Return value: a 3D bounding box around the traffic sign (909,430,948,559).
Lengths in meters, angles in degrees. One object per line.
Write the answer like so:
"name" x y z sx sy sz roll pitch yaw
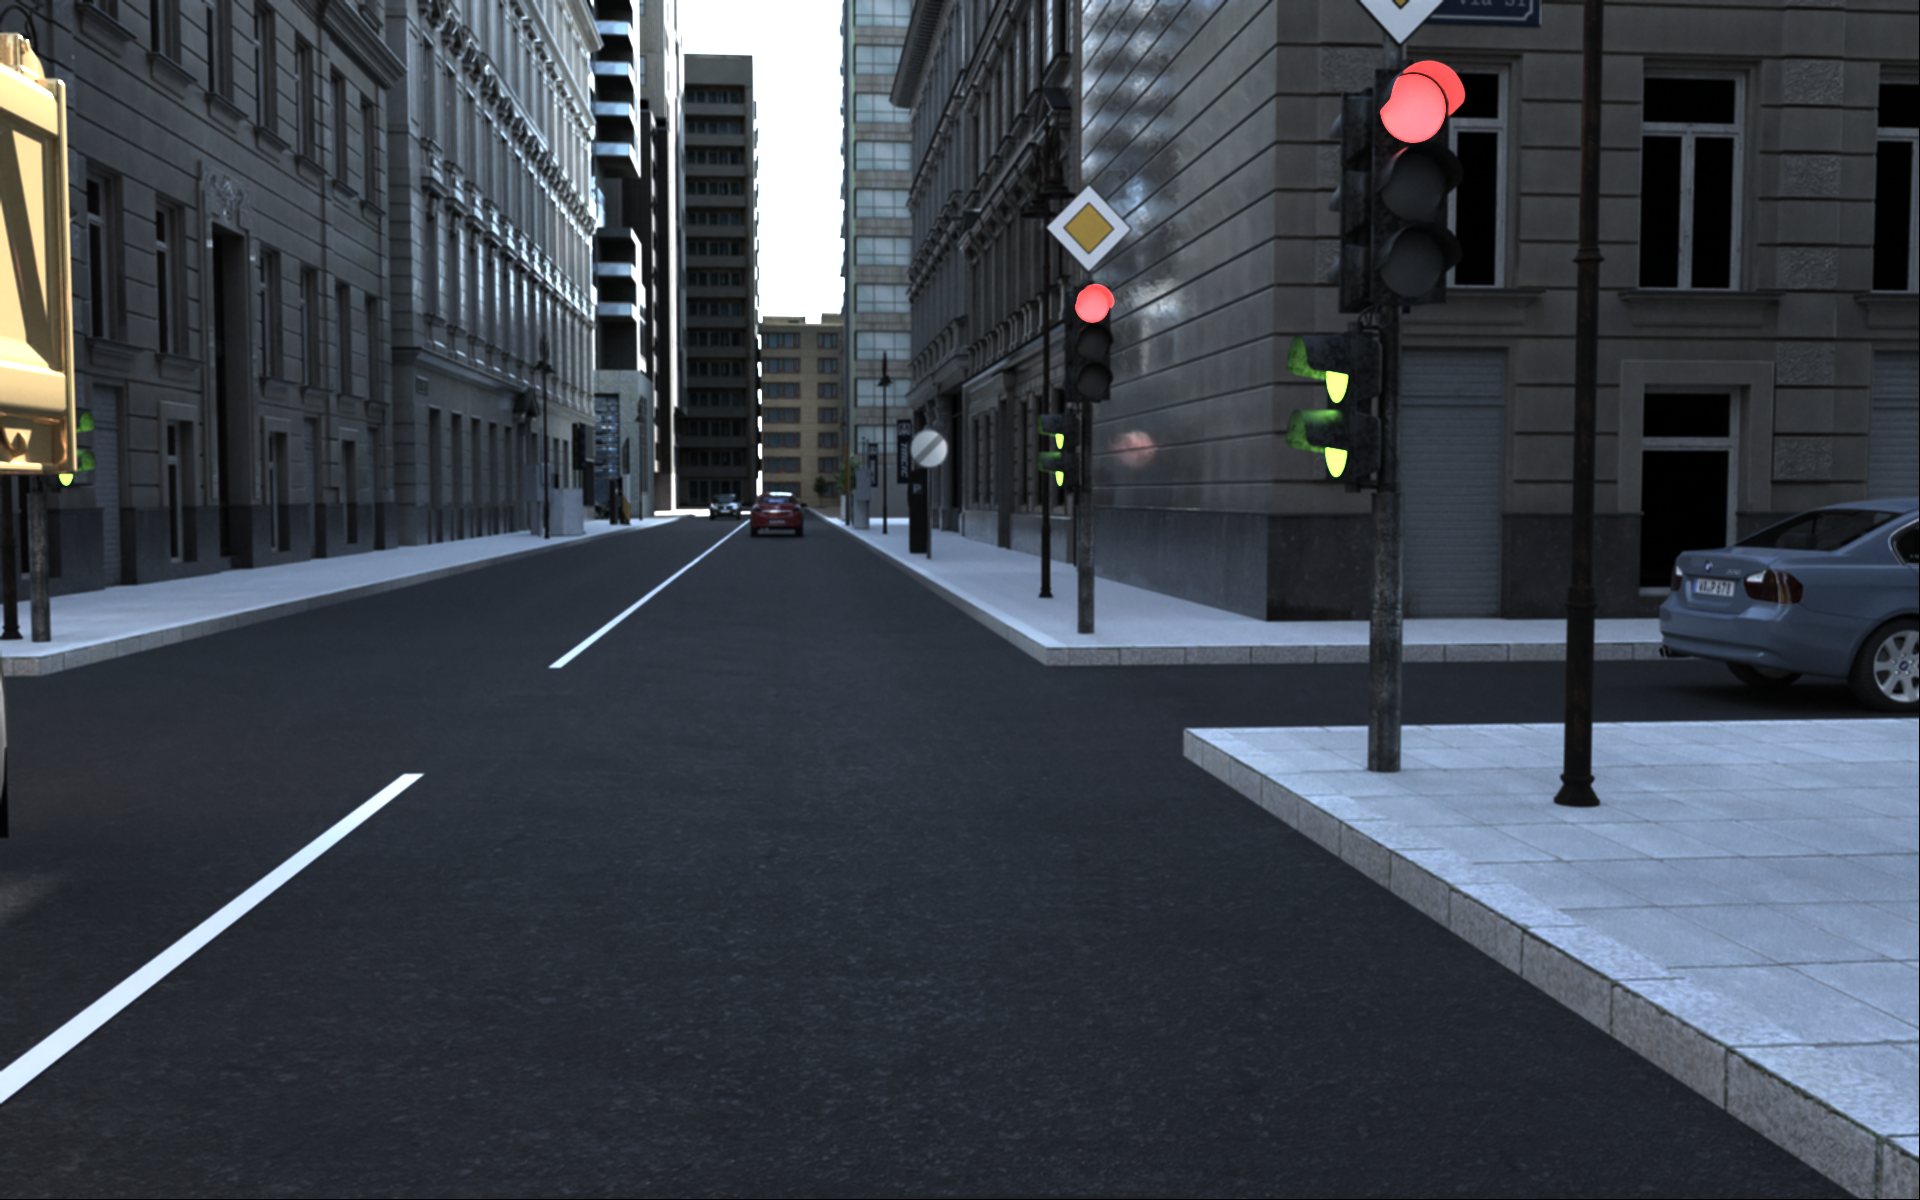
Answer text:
"traffic sign" -0.615 -2.090 34.275 0.768 2.556 0.104 0 4 -2

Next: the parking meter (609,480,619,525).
"parking meter" -14.549 -4.105 72.834 0.255 1.863 0.399 1 4 14

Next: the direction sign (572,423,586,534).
"direction sign" -12.259 -3.901 55.781 0.379 3.537 0.876 1 4 13

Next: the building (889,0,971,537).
"building" 2.465 -13.487 71.428 10.553 20.767 40.483 0 4 -6

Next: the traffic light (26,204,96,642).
"traffic light" -7.969 -1.591 14.937 0.839 4.253 0.868 0 4 -6

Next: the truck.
"truck" -4.199 -0.364 1.882 3.469 3.379 9.791 0 4 -6

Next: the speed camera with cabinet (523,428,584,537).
"speed camera with cabinet" -12.357 -3.568 52.671 0.660 3.252 2.038 2 4 29

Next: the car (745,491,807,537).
"car" -6.353 -3.114 59.950 2.155 1.783 4.494 0 4 -6

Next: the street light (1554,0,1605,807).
"street light" 2.559 -2.093 7.005 0.468 5.910 1.993 0 4 -6

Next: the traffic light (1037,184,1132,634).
"traffic light" 1.144 -1.649 15.876 0.839 4.253 0.868 0 4 -6

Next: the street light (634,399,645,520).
"street light" -15.568 -6.823 84.347 0.468 5.910 1.993 0 4 -6

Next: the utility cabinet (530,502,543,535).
"utility cabinet" -13.308 -2.651 54.512 0.306 1.237 1.020 0 4 -8

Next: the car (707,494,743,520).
"car" -13.130 -5.331 96.946 2.009 1.686 4.222 0 4 -7

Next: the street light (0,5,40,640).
"street light" -8.391 -2.590 15.140 0.468 5.910 1.993 0 4 -6

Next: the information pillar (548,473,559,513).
"information pillar" -14.075 -3.393 59.969 0.304 2.012 0.304 2 4 26

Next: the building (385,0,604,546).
"building" -23.371 -17.480 62.219 17.030 29.872 44.131 0 4 -6

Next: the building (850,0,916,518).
"building" 0.660 -25.458 99.840 14.154 41.232 14.086 0 4 -6

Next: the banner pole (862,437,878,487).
"banner pole" -3.971 -5.237 75.642 0.863 3.779 0.401 1 4 13

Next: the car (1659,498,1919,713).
"car" 7.348 -0.017 12.282 4.499 1.417 2.014 0 4 -6

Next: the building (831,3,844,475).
"building" 0.796 -32.499 150.972 23.786 49.044 30.456 0 4 -6

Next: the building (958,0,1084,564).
"building" 5.732 -10.777 40.826 10.561 19.102 19.286 0 4 -6

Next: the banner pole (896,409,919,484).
"banner pole" -1.487 -3.725 50.916 0.863 3.779 0.401 1 4 22

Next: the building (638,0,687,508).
"building" -37.301 -34.166 147.846 27.495 52.752 28.713 0 4 -6

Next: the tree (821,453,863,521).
"tree" -5.810 -5.729 88.276 1.663 3.219 1.824 0 3 0

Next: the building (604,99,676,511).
"building" -28.449 -21.699 126.487 14.160 30.474 14.107 0 4 -6

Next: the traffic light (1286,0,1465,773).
"traffic light" 1.952 -1.163 7.932 0.839 4.253 0.868 0 4 -6

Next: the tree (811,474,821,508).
"tree" -13.329 -10.600 167.905 1.663 3.219 1.824 0 3 0

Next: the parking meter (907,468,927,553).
"parking meter" -0.924 -1.948 37.560 0.399 1.863 0.255 1 4 8

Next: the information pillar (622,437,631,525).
"information pillar" -13.852 -4.923 71.851 0.183 3.616 0.504 -3 4 -39

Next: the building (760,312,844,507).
"building" -7.098 -21.072 189.572 28.899 21.520 27.650 0 4 -6

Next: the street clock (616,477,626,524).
"street clock" -14.311 -4.209 73.385 0.471 2.002 0.358 -3 5 -41

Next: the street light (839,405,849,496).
"street light" -6.049 -7.189 90.321 0.468 5.910 1.993 0 4 -6

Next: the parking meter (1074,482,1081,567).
"parking meter" 2.155 -1.531 30.739 0.255 1.863 0.399 0 4 6

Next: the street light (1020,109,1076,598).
"street light" 1.066 -2.970 21.344 0.468 5.910 1.993 0 4 -6

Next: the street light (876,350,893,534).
"street light" -2.425 -5.080 55.839 0.468 5.910 1.993 0 4 -6

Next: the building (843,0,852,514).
"building" 2.350 -35.395 120.701 21.231 58.520 28.212 0 4 -6

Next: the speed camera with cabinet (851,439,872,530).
"speed camera with cabinet" -3.616 -4.217 63.282 0.660 3.252 2.038 0 4 -8

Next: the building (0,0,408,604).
"building" -17.641 -14.078 27.436 12.463 27.353 25.104 0 4 -6

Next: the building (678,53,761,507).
"building" -32.113 -34.227 183.314 21.600 48.544 21.300 0 4 -6

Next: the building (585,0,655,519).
"building" -29.387 -48.280 102.054 22.319 86.520 31.000 0 4 -6

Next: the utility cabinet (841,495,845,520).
"utility cabinet" -5.629 -4.498 84.707 0.306 1.237 1.020 -1 4 -10

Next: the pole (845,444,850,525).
"pole" -4.597 -4.713 70.905 0.158 3.312 0.155 0 3 0

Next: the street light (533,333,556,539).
"street light" -11.892 -4.703 49.687 0.468 5.910 1.993 0 4 -6

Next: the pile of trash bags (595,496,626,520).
"pile of trash bags" -18.382 -4.770 87.735 3.447 1.369 1.912 2 4 35

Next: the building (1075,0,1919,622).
"building" 14.569 -13.831 23.407 25.104 27.353 12.463 0 4 -6
